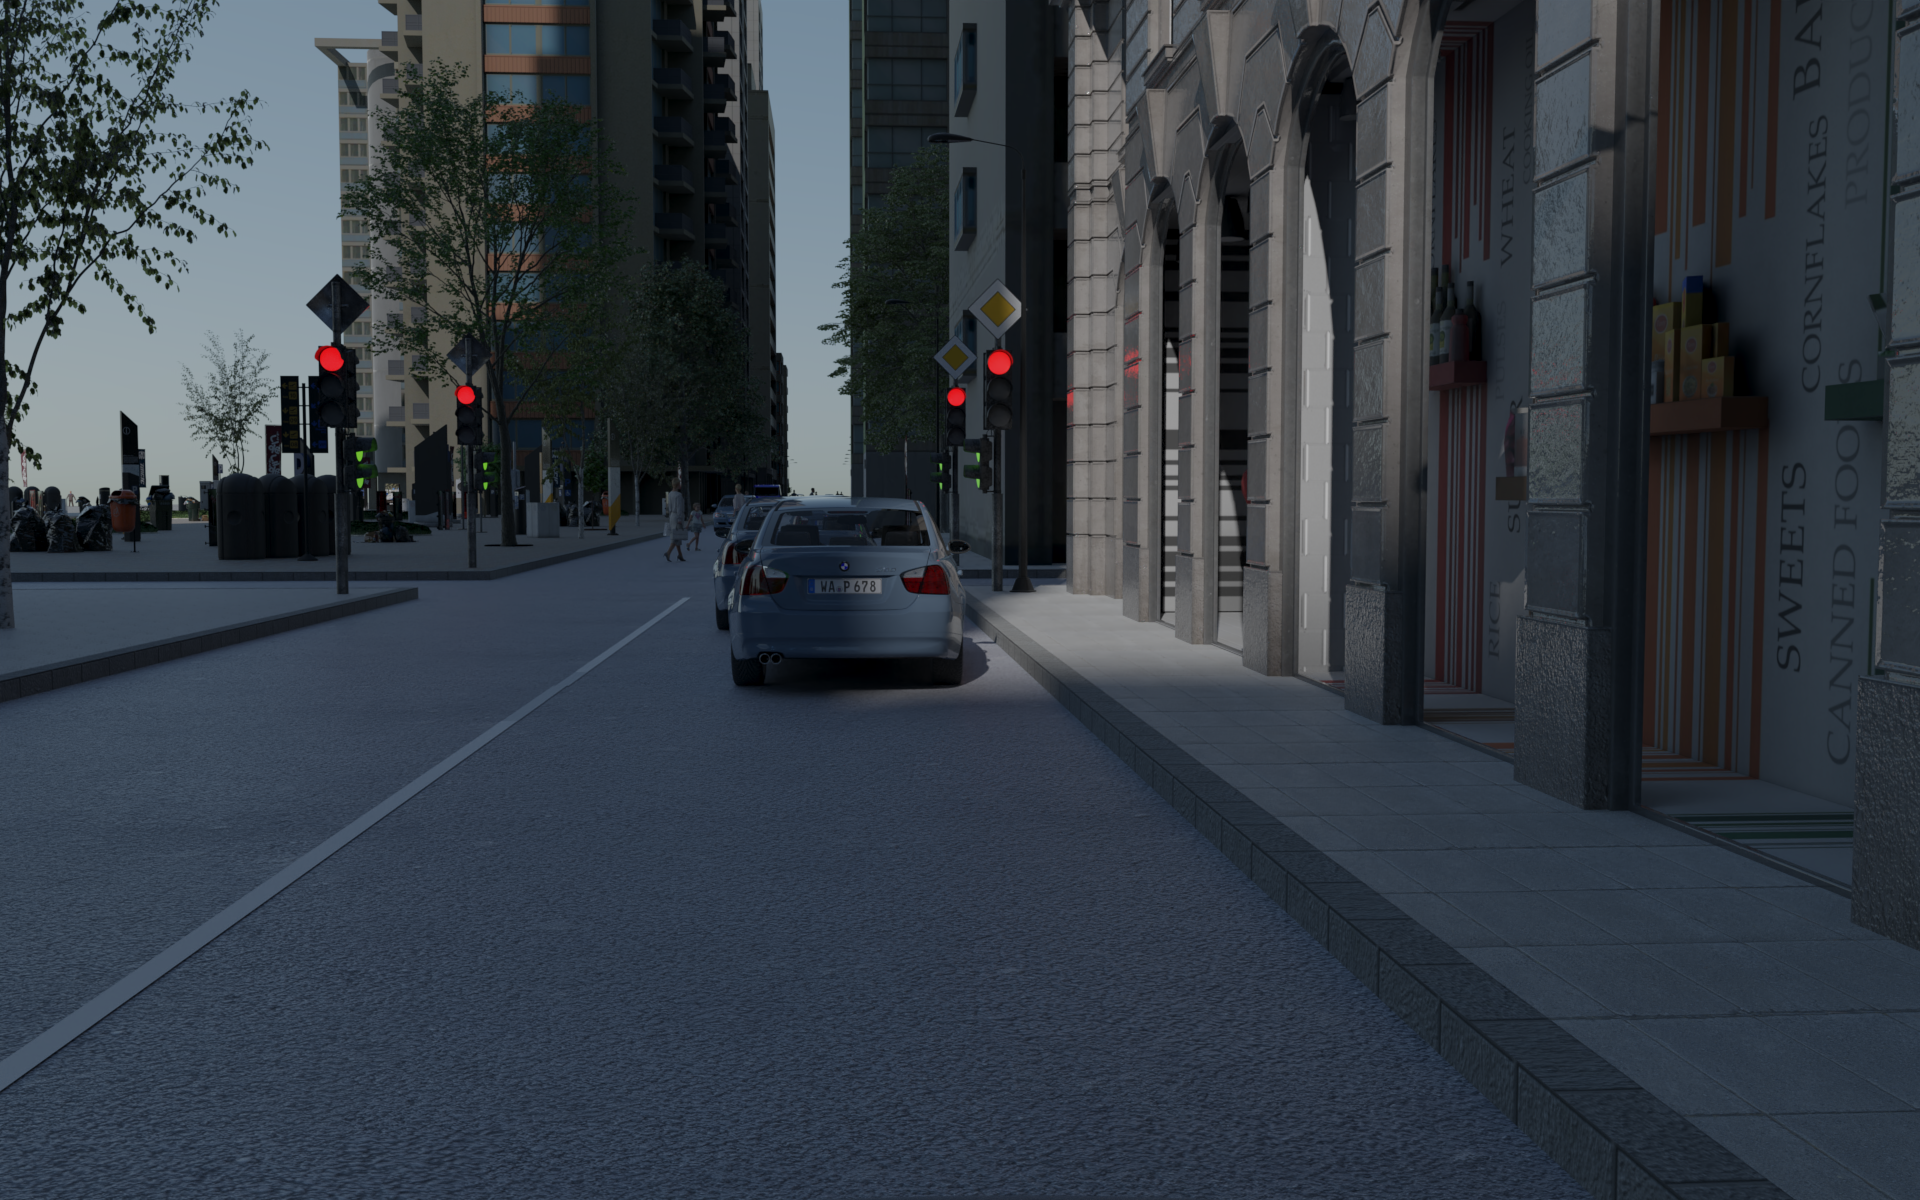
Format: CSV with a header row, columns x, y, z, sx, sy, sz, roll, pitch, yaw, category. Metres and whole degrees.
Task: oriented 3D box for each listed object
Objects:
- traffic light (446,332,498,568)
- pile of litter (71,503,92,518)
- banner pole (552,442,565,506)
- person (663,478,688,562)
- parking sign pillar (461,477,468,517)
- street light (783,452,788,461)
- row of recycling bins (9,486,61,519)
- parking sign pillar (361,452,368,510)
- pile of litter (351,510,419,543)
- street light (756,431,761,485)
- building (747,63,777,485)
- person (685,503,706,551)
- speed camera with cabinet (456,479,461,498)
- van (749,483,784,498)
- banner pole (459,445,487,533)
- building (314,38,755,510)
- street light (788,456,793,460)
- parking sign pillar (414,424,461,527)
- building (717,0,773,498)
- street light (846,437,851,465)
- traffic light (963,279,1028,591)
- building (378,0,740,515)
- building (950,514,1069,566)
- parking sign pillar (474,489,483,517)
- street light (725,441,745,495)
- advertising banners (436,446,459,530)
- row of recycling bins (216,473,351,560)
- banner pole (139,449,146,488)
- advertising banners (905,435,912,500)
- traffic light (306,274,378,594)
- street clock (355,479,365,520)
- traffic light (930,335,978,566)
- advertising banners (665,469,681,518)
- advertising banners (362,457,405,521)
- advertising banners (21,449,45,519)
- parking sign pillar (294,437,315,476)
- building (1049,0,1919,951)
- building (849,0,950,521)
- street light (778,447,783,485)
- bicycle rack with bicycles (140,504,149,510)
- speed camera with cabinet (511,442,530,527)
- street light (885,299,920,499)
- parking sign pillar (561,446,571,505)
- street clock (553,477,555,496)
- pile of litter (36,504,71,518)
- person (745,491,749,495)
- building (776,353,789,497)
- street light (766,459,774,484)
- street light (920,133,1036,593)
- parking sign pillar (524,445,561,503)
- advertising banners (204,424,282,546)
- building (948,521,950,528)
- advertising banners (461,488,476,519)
x,y,z,sx,sy,sz,roll,pitch,yaw,category
-8.492,-2.519,30.101,0.839,4.253,0.868,0,4,-4,traffic light
-43.933,-4.448,86.694,1.176,0.858,1.719,-2,4,-32,pile of litter
-19.137,-5.663,82.615,0.863,3.779,0.401,0,4,7,banner pole
-6.053,-1.702,36.677,0.624,1.780,0.694,-2,4,-30,person
-22.536,-5.322,75.490,1.447,3.967,1.447,0,4,1,parking sign pillar
-19.841,-13.270,189.505,1.470,5.913,1.316,0,4,-4,street light
-48.330,-5.038,89.483,3.534,1.692,1.069,-1,4,-8,row of recycling bins
-35.506,-6.997,102.872,1.447,3.967,1.447,-1,4,-10,parking sign pillar
-15.337,-1.965,46.098,1.719,0.858,1.176,-1,4,-10,pile of litter
-15.415,-9.526,128.294,1.470,5.913,1.316,0,4,-4,street light
-32.164,-35.169,198.721,21.300,48.544,21.600,0,4,-4,building
-6.674,-1.854,43.821,0.382,1.210,0.505,3,4,39,person
-30.493,-6.681,103.565,2.038,3.252,0.660,-1,4,-15,speed camera with cabinet
-12.435,-6.563,111.693,2.240,2.365,5.245,0,4,-5,van
-16.161,-4.141,57.715,0.863,3.779,0.401,2,4,28,banner pole
-33.638,-27.661,144.139,32.217,40.220,23.993,0,4,-4,building
-21.451,-14.567,210.717,1.470,5.913,1.316,0,4,-4,street light
-20.466,-4.817,67.224,1.447,3.967,1.447,0,4,6,parking sign pillar
-36.267,-49.544,248.302,20.563,71.187,20.611,0,4,-4,building
-8.172,-10.191,139.161,1.470,5.913,1.316,0,4,-4,street light
0.473,-2.069,22.757,0.839,4.253,0.868,0,4,-4,traffic light
-26.674,-28.344,118.052,22.147,44.769,28.867,0,4,-4,building
10.508,-25.519,40.943,21.600,48.544,21.300,0,4,-4,building
-27.763,-6.699,97.997,1.447,3.967,1.447,1,4,10,parking sign pillar
-13.947,-8.230,107.105,1.470,5.913,1.316,0,4,-4,street light
-18.483,-4.045,62.319,0.090,3.025,2.074,0,4,1,advertising banners
-13.661,-1.721,35.258,1.069,1.692,3.534,1,4,17,row of recycling bins
-39.799,-5.752,84.068,0.401,3.779,0.863,1,4,18,banner pole
-1.503,-3.312,50.346,0.090,3.025,2.074,0,4,-5,advertising banners
-7.916,-2.032,22.136,0.839,4.253,0.868,0,4,-4,traffic light
-23.875,-3.930,68.820,0.471,2.002,0.358,3,4,37,street clock
-0.103,-2.557,30.721,0.839,4.253,0.868,0,4,-4,traffic light
-15.425,-5.939,93.295,0.090,3.025,2.074,-2,4,-35,advertising banners
-27.540,-5.280,82.513,2.074,3.025,0.090,-2,4,-35,advertising banners
-35.839,-4.328,66.946,2.074,3.025,0.090,3,5,41,advertising banners
-30.993,-5.715,81.914,1.447,3.967,1.447,3,5,44,parking sign pillar
8.075,-10.349,11.012,13.314,21.916,24.055,0,4,-4,building
0.716,-25.385,98.642,14.154,41.232,14.086,0,4,-4,building
-18.505,-12.118,170.662,1.470,5.913,1.316,0,4,-4,street light
-43.795,-4.893,93.378,2.925,0.926,2.852,1,4,9,bicycle rack with bicycles
-17.019,-4.399,66.263,0.660,3.252,2.038,0,4,1,speed camera with cabinet
-1.078,-4.215,41.459,1.470,5.913,1.316,0,4,-4,street light
-22.081,-6.604,96.443,1.447,3.967,1.447,-2,4,-33,parking sign pillar
-17.419,-4.228,73.690,0.358,2.002,0.471,1,4,8,street clock
-41.573,-3.944,78.450,1.719,0.858,1.176,0,4,1,pile of litter
-12.791,-5.718,103.803,0.330,1.601,0.589,0,3,0,person
-36.584,-23.241,225.022,27.650,21.520,28.899,0,4,-4,building
-17.007,-10.822,149.475,1.470,5.913,1.316,0,4,-4,street light
0.284,-3.055,22.484,1.470,5.913,1.316,0,4,-4,street light
-20.937,-5.968,86.042,1.447,3.967,1.447,1,4,12,parking sign pillar
-17.753,-2.867,43.067,0.090,3.025,2.074,3,5,44,advertising banners
2.934,-23.751,71.928,14.154,41.232,14.086,0,4,-4,building
-25.240,-5.634,88.307,2.074,3.025,0.090,1,4,14,advertising banners
